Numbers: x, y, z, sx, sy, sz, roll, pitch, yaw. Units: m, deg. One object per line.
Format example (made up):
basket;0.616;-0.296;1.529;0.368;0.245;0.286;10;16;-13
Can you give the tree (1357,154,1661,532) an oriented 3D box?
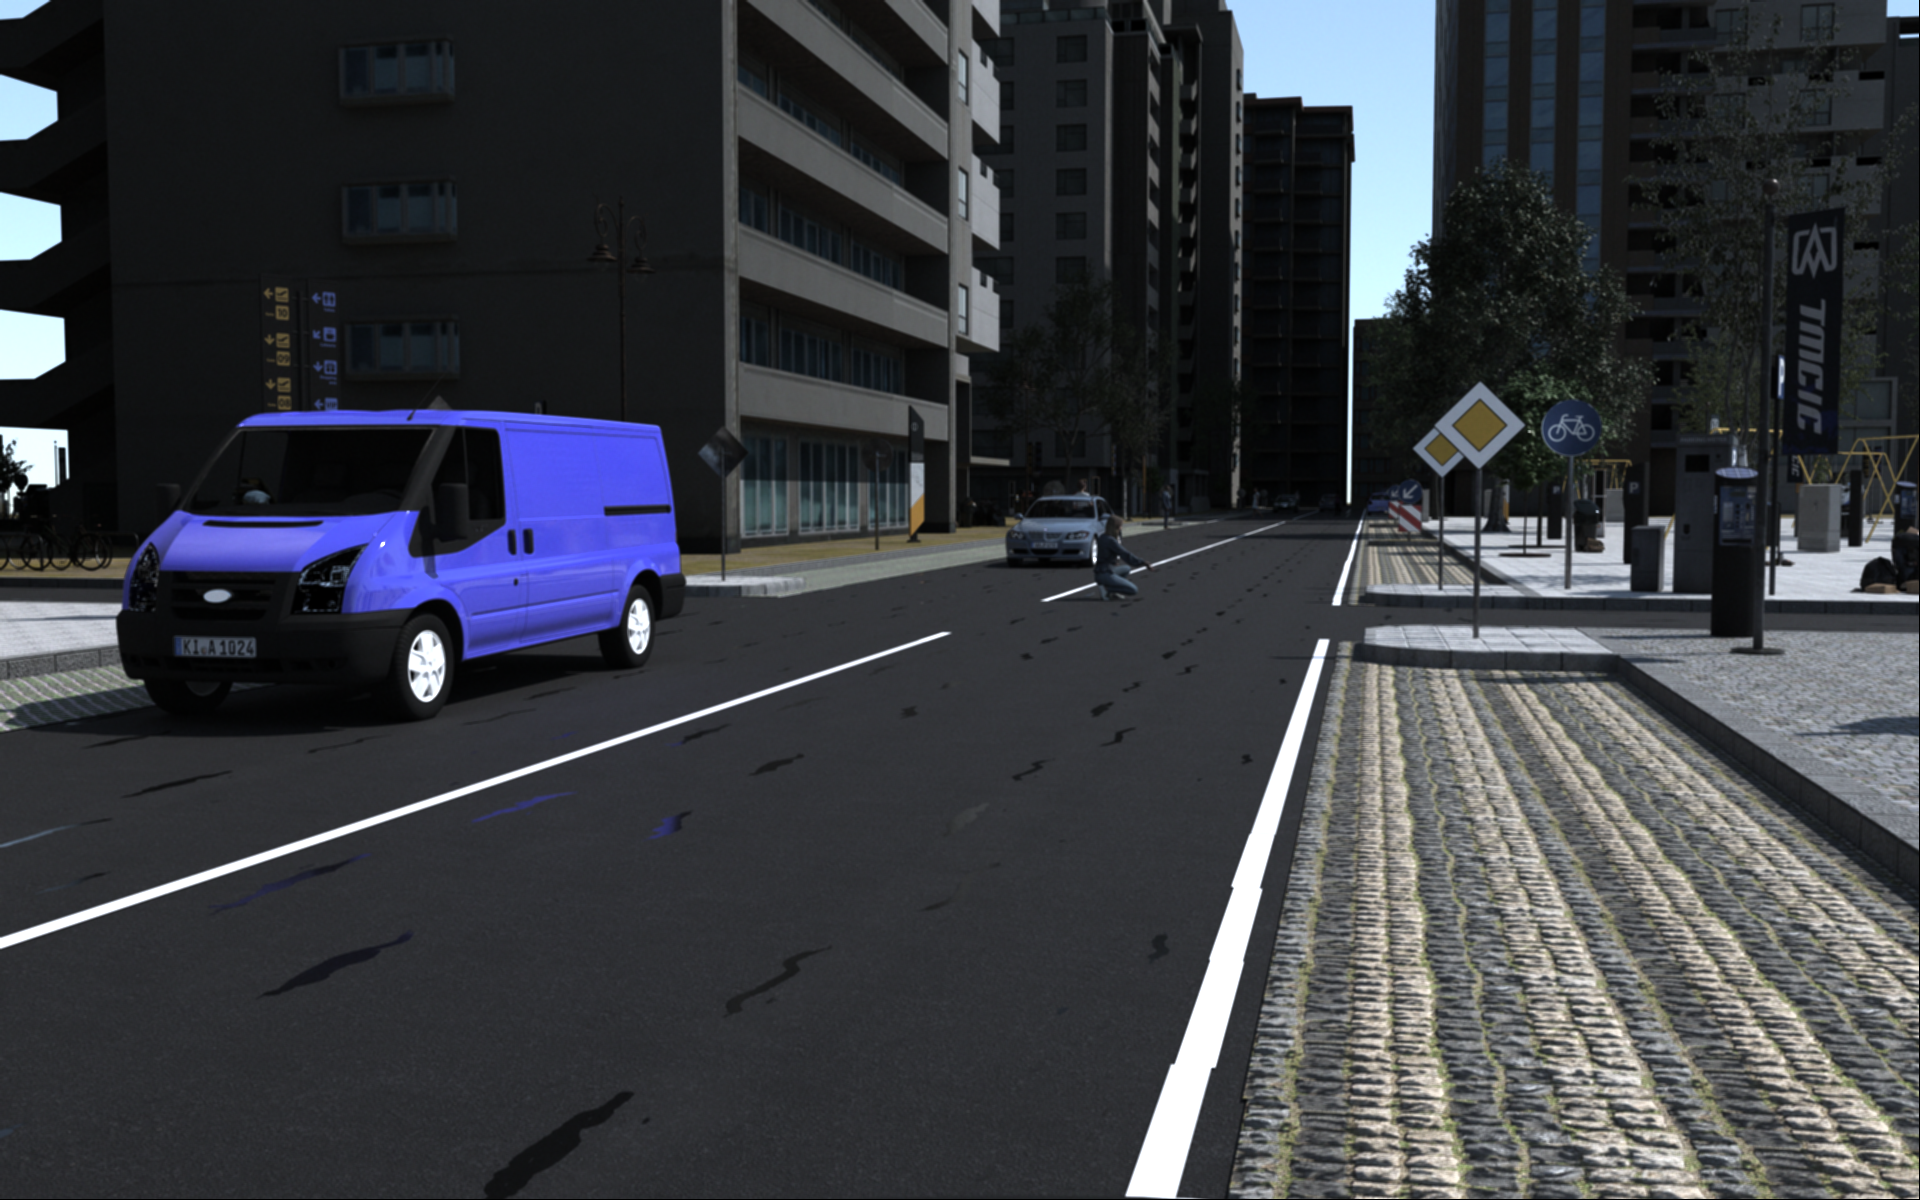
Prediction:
tree;18.426;-8.672;58.790;9.611;12.733;9.660;0;3;0

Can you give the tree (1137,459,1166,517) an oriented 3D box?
tree;10.584;-6.189;95.796;1.663;3.219;1.824;0;3;0

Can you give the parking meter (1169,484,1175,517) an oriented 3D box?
parking meter;12.037;-5.695;98.817;0.399;1.863;0.255;3;4;39

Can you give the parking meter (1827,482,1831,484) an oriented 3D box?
parking meter;36.413;-4.104;72.818;0.399;1.863;0.255;1;4;19

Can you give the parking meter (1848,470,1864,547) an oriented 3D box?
parking meter;21.882;-2.237;42.281;0.255;1.863;0.399;3;4;37

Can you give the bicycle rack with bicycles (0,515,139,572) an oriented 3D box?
bicycle rack with bicycles;-15.462;-0.995;29.644;2.925;0.926;2.852;2;4;30

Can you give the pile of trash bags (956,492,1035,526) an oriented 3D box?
pile of trash bags;1.346;-3.650;69.434;3.447;1.369;1.912;0;4;-7

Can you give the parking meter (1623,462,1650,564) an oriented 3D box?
parking meter;12.386;-1.592;31.746;0.255;1.863;0.399;-3;5;-43

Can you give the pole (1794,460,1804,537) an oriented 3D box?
pole;24.881;-3.515;51.319;0.158;3.312;0.155;0;3;0

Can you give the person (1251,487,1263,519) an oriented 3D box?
person;16.643;-5.414;97.107;0.778;1.811;0.616;1;4;17

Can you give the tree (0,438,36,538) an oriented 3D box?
tree;-28.660;-3.474;51.403;1.663;3.219;1.824;0;3;0

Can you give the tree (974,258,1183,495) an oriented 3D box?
tree;4.325;-8.228;68.935;8.767;10.594;7.601;-2;4;-35

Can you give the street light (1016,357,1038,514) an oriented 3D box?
street light;2.268;-5.251;58.634;0.468;5.910;1.993;1;4;13

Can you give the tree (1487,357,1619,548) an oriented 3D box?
tree;13.991;-3.537;41.541;4.285;4.588;4.351;0;3;0

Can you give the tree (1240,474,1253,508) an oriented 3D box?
tree;27.351;-10.391;164.494;1.663;3.219;1.824;0;3;0

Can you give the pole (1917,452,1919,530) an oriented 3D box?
pole;32.767;-3.985;59.001;0.158;3.312;0.155;0;3;0

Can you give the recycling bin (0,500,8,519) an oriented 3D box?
recycling bin;-40.868;-3.728;73.506;0.722;1.027;0.722;-3;5;-41

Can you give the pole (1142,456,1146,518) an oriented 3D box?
pole;9.781;-6.001;91.957;0.158;3.312;0.155;0;3;0

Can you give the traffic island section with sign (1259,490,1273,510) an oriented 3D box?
traffic island section with sign;26.539;-8.712;151.067;1.989;1.847;2.006;1;4;13

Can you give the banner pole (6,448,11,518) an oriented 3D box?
banner pole;-50.921;-6.275;92.613;0.401;3.779;0.863;-1;4;-22

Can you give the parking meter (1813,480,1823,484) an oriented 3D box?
parking meter;34.435;-3.905;69.553;0.255;1.863;0.399;0;4;2

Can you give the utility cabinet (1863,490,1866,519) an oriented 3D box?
utility cabinet;46.084;-4.939;89.425;1.173;1.500;0.318;1;4;20

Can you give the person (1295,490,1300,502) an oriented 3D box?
person;26.728;-7.832;137.228;0.551;1.740;0.621;3;5;42

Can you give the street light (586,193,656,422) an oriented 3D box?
street light;-5.233;-3.312;26.933;0.468;5.910;1.993;1;4;13

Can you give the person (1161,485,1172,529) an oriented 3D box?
person;8.443;-3.800;70.813;0.419;1.800;0.721;1;4;18

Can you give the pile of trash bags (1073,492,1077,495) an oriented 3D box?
pile of trash bags;4.678;-4.505;83.401;1.912;1.369;3.447;-3;5;-43

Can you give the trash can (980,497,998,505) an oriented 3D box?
trash can;1.261;-3.901;75.437;0.748;1.137;0.748;0;3;0

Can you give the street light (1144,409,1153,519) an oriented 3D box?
street light;9.913;-7.187;90.301;0.468;5.910;1.993;1;4;13

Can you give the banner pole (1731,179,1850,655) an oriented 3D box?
banner pole;6.560;-1.447;13.670;0.401;3.779;0.863;-2;4;-31

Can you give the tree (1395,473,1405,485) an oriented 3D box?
tree;39.502;-9.723;153.577;1.663;3.219;1.824;0;3;0

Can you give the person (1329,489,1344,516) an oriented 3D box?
person;24.983;-6.463;114.853;1.217;1.739;0.721;-2;4;-28

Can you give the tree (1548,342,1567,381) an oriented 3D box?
tree;24.221;-7.112;66.649;4.360;8.622;3.978;0;3;0

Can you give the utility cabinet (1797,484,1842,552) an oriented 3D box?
utility cabinet;18.979;-1.810;38.276;0.318;1.500;1.173;0;4;-4

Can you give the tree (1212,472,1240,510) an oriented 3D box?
tree;21.119;-8.807;138.596;1.663;3.219;1.824;0;3;0

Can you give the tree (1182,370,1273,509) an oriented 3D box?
tree;22.517;-13.417;145.124;9.928;11.665;9.643;0;3;0

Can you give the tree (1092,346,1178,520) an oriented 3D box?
tree;8.387;-8.265;85.499;4.360;8.622;3.978;0;3;0

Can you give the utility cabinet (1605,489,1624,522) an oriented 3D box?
utility cabinet;29.420;-4.192;77.219;1.173;1.500;0.318;1;4;19

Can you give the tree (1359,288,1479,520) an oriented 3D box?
tree;23.544;-9.773;85.550;9.928;11.665;9.643;0;3;0

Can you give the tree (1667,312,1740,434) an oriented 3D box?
tree;30.896;-7.371;70.885;4.737;8.622;4.395;0;3;0

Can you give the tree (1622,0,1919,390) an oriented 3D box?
tree;12.185;-4.644;26.299;4.360;8.622;3.978;0;3;0

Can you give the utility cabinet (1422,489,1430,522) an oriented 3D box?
utility cabinet;21.285;-4.316;79.241;0.318;1.500;1.173;1;4;13

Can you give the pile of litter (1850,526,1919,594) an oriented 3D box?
pile of litter;12.504;-0.523;22.520;1.719;0.858;1.176;1;4;17

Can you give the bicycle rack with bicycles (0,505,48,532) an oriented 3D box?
bicycle rack with bicycles;-36.031;-3.117;64.346;2.852;0.926;2.925;-1;4;-10

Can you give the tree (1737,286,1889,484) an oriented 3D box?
tree;29.472;-6.667;59.366;4.737;8.622;4.395;0;3;0

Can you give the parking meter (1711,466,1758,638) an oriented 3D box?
parking meter;6.985;-0.440;15.605;0.372;1.533;0.369;0;3;0

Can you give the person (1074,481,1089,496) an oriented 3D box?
person;3.027;-2.038;42.388;0.480;1.755;0.524;1;4;17

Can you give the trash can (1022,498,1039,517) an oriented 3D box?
trash can;3.959;-5.462;100.959;0.748;1.137;0.748;0;3;0

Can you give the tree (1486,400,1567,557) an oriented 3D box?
tree;11.512;-2.509;35.627;1.663;3.219;1.824;0;3;0

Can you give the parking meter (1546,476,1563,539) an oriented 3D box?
parking meter;16.871;-2.657;49.157;0.399;1.863;0.255;0;4;4

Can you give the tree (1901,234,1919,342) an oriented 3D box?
tree;31.803;-7.667;51.103;9.928;11.665;9.643;0;3;0

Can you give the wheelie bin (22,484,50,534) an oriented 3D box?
wheelie bin;-29.218;-2.879;54.974;0.693;1.594;0.980;2;4;25

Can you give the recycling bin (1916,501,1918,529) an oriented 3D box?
recycling bin;34.476;-3.017;61.882;0.722;1.027;0.722;1;4;12

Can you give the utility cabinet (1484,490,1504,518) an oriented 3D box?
utility cabinet;28.092;-5.031;90.934;0.318;1.500;1.173;-3;4;-36

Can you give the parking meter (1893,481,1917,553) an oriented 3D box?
parking meter;18.190;-1.524;33.331;0.372;1.533;0.369;0;3;0

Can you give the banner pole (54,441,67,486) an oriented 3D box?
banner pole;-42.255;-5.586;81.342;0.401;3.779;0.863;1;4;15

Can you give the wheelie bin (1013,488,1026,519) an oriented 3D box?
wheelie bin;3.089;-4.878;87.656;0.693;1.594;0.980;1;4;13

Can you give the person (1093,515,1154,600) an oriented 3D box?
person;2.153;-0.588;23.619;0.738;1.151;1.012;-1;4;-11

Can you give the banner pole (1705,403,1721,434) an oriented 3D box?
banner pole;20.635;-3.523;47.612;0.863;3.779;0.401;-3;4;-37
